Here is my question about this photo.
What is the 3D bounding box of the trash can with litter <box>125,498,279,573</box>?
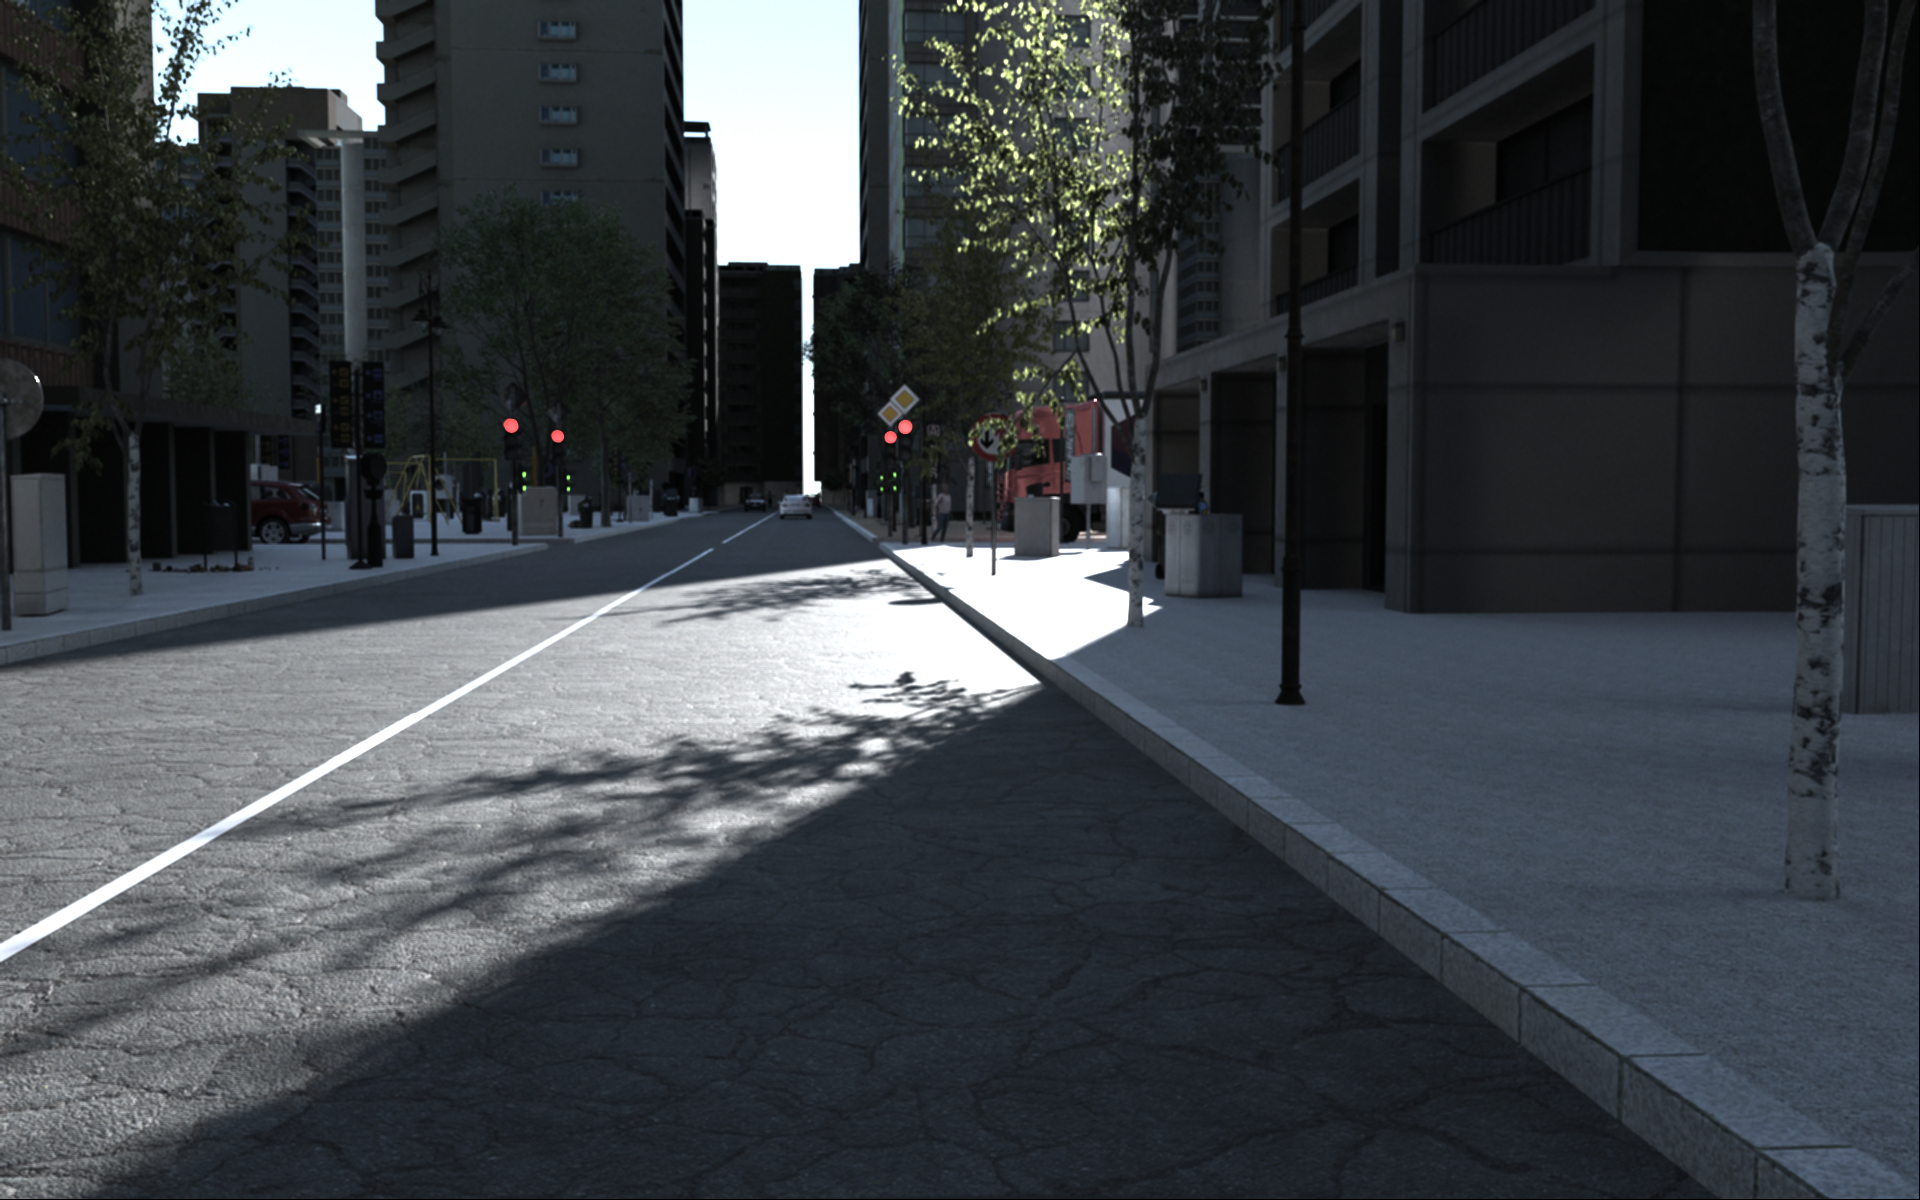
[{"bbox_3d":[-12.698,-1.090,28.875,2.233,1.210,1.678,0,4,-4],"label":"trash can with litter"}]

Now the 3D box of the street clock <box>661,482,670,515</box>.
[{"bbox_3d":[-17.849,-6.141,104.973,0.471,2.002,0.358,-2,4,-32],"label":"street clock"}]

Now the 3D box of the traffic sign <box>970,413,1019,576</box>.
[{"bbox_3d":[0.533,-1.659,27.237,0.768,2.556,0.104,0,4,-3],"label":"traffic sign"}]

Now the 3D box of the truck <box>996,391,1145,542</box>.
[{"bbox_3d":[6.035,-3.651,48.615,11.283,4.237,2.839,0,4,-5],"label":"truck"}]

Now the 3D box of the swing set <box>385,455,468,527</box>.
[{"bbox_3d":[-21.852,-4.439,70.191,2.862,2.851,3.119,-2,4,-28],"label":"swing set"}]

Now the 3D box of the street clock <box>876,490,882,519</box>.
[{"bbox_3d":[-4.232,-5.270,90.732,0.471,2.002,0.358,-1,4,-21],"label":"street clock"}]

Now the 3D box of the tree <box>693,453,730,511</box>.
[{"bbox_3d":[-19.643,-9.259,135.098,4.285,4.588,4.351,0,3,0],"label":"tree"}]

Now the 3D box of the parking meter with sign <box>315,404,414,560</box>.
[{"bbox_3d":[-11.734,-2.321,34.210,1.738,3.016,0.543,-2,4,-31],"label":"parking meter with sign"}]

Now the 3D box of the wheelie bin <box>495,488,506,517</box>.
[{"bbox_3d":[-25.552,-5.390,96.039,0.693,1.594,0.980,-2,4,-35],"label":"wheelie bin"}]

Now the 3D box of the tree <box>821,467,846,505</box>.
[{"bbox_3d":[-14.890,-13.493,204.331,4.285,4.588,4.351,0,3,0],"label":"tree"}]

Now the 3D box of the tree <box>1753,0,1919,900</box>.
[{"bbox_3d":[2.718,-3.345,5.046,4.360,8.622,3.978,0,3,0],"label":"tree"}]

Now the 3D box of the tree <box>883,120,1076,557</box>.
[{"bbox_3d":[0.269,-5.185,35.136,4.737,8.622,4.395,0,3,0],"label":"tree"}]

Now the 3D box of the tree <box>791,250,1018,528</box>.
[{"bbox_3d":[-1.920,-8.038,65.833,8.767,10.594,7.601,-1,4,-18],"label":"tree"}]

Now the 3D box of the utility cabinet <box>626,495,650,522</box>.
[{"bbox_3d":[-15.074,-4.276,81.072,1.020,1.237,0.306,0,4,8],"label":"utility cabinet"}]

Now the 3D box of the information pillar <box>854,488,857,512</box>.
[{"bbox_3d":[-7.338,-7.128,121.029,0.304,2.012,0.304,0,4,5],"label":"information pillar"}]

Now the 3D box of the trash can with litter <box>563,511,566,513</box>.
[{"bbox_3d":[-27.557,-6.551,118.165,2.233,1.210,1.678,1,4,22],"label":"trash can with litter"}]

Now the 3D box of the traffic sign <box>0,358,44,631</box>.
[{"bbox_3d":[-8.982,-0.987,16.236,0.768,2.556,0.104,0,4,-5],"label":"traffic sign"}]

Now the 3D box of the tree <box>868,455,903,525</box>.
[{"bbox_3d":[-2.829,-4.788,72.887,1.663,3.219,1.824,0,3,0],"label":"tree"}]

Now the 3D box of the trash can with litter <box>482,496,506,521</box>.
[{"bbox_3d":[-22.263,-4.318,81.664,1.678,1.210,2.233,-1,4,-22],"label":"trash can with litter"}]

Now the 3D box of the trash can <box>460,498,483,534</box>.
[{"bbox_3d":[-15.698,-2.694,55.694,0.748,1.137,0.748,0,3,0],"label":"trash can"}]

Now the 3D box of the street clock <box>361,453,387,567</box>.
[{"bbox_3d":[-10.290,-1.580,30.406,0.358,2.002,0.471,1,4,17],"label":"street clock"}]

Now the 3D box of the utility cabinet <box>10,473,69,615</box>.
[{"bbox_3d":[-9.893,-0.607,18.610,0.318,1.500,1.173,-1,4,-17],"label":"utility cabinet"}]

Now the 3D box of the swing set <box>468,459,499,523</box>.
[{"bbox_3d":[-21.965,-4.855,76.997,3.119,2.851,2.862,-1,4,-18],"label":"swing set"}]

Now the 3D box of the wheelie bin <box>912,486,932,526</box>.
[{"bbox_3d":[-1.525,-3.802,70.063,0.980,1.594,0.693,-1,4,-10],"label":"wheelie bin"}]

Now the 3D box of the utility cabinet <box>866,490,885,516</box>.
[{"bbox_3d":[-4.822,-5.577,99.862,1.173,1.500,0.318,-1,4,-20],"label":"utility cabinet"}]

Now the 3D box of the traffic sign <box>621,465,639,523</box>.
[{"bbox_3d":[-14.522,-4.657,76.255,0.768,2.556,0.104,0,4,-1],"label":"traffic sign"}]

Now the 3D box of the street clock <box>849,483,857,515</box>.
[{"bbox_3d":[-6.529,-6.201,105.954,0.471,2.002,0.358,0,3,0],"label":"street clock"}]

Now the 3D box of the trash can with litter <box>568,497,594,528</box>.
[{"bbox_3d":[-14.232,-3.273,64.900,1.055,1.170,0.624,2,4,25],"label":"trash can with litter"}]

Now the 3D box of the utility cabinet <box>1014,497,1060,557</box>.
[{"bbox_3d":[1.585,-1.498,35.661,1.020,1.237,0.306,3,5,44],"label":"utility cabinet"}]

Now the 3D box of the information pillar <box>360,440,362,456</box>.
[{"bbox_3d":[-23.283,-4.639,67.196,0.183,3.616,0.504,-2,4,-31],"label":"information pillar"}]

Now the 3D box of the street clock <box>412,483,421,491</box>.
[{"bbox_3d":[-32.163,-5.987,102.451,0.471,2.002,0.358,0,4,-3],"label":"street clock"}]

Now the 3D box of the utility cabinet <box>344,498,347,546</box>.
[{"bbox_3d":[-15.035,-1.970,43.364,0.306,1.237,1.020,0,4,8],"label":"utility cabinet"}]

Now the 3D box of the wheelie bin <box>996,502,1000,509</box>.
[{"bbox_3d":[1.856,-3.972,72.848,0.693,1.594,0.980,1,4,13],"label":"wheelie bin"}]

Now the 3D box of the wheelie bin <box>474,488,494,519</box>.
[{"bbox_3d":[-24.278,-4.903,88.071,0.693,1.594,0.980,0,4,5],"label":"wheelie bin"}]

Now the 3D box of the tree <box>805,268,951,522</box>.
[{"bbox_3d":[-3.540,-9.475,80.669,9.928,11.665,9.643,0,3,0],"label":"tree"}]

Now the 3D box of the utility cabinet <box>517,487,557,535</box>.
[{"bbox_3d":[-13.036,-2.739,53.461,1.173,1.500,0.318,-3,4,-39],"label":"utility cabinet"}]

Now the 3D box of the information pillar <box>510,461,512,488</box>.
[{"bbox_3d":[-32.228,-8.131,124.304,0.183,3.616,0.504,-1,4,-21],"label":"information pillar"}]

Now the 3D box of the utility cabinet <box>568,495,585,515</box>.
[{"bbox_3d":[-23.451,-5.798,105.952,1.020,1.237,0.306,-3,5,-42],"label":"utility cabinet"}]

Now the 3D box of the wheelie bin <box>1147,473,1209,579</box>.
[{"bbox_3d":[3.315,-1.122,26.250,0.980,1.594,0.693,1,4,21],"label":"wheelie bin"}]

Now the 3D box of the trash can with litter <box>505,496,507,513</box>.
[{"bbox_3d":[-30.435,-6.372,115.562,0.624,1.170,1.055,-2,4,-25],"label":"trash can with litter"}]

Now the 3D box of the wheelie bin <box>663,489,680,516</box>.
[{"bbox_3d":[-16.573,-5.599,99.452,0.980,1.594,0.693,0,4,-5],"label":"wheelie bin"}]

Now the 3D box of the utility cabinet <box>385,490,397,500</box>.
[{"bbox_3d":[-29.529,-4.946,89.544,0.318,1.500,1.173,0,4,6],"label":"utility cabinet"}]

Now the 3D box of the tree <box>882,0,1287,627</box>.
[{"bbox_3d":[1.596,-4.062,16.784,4.360,8.622,3.978,0,3,0],"label":"tree"}]

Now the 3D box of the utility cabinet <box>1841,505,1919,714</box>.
[{"bbox_3d":[5.691,0.054,10.276,1.020,1.237,0.306,-1,4,-12],"label":"utility cabinet"}]
